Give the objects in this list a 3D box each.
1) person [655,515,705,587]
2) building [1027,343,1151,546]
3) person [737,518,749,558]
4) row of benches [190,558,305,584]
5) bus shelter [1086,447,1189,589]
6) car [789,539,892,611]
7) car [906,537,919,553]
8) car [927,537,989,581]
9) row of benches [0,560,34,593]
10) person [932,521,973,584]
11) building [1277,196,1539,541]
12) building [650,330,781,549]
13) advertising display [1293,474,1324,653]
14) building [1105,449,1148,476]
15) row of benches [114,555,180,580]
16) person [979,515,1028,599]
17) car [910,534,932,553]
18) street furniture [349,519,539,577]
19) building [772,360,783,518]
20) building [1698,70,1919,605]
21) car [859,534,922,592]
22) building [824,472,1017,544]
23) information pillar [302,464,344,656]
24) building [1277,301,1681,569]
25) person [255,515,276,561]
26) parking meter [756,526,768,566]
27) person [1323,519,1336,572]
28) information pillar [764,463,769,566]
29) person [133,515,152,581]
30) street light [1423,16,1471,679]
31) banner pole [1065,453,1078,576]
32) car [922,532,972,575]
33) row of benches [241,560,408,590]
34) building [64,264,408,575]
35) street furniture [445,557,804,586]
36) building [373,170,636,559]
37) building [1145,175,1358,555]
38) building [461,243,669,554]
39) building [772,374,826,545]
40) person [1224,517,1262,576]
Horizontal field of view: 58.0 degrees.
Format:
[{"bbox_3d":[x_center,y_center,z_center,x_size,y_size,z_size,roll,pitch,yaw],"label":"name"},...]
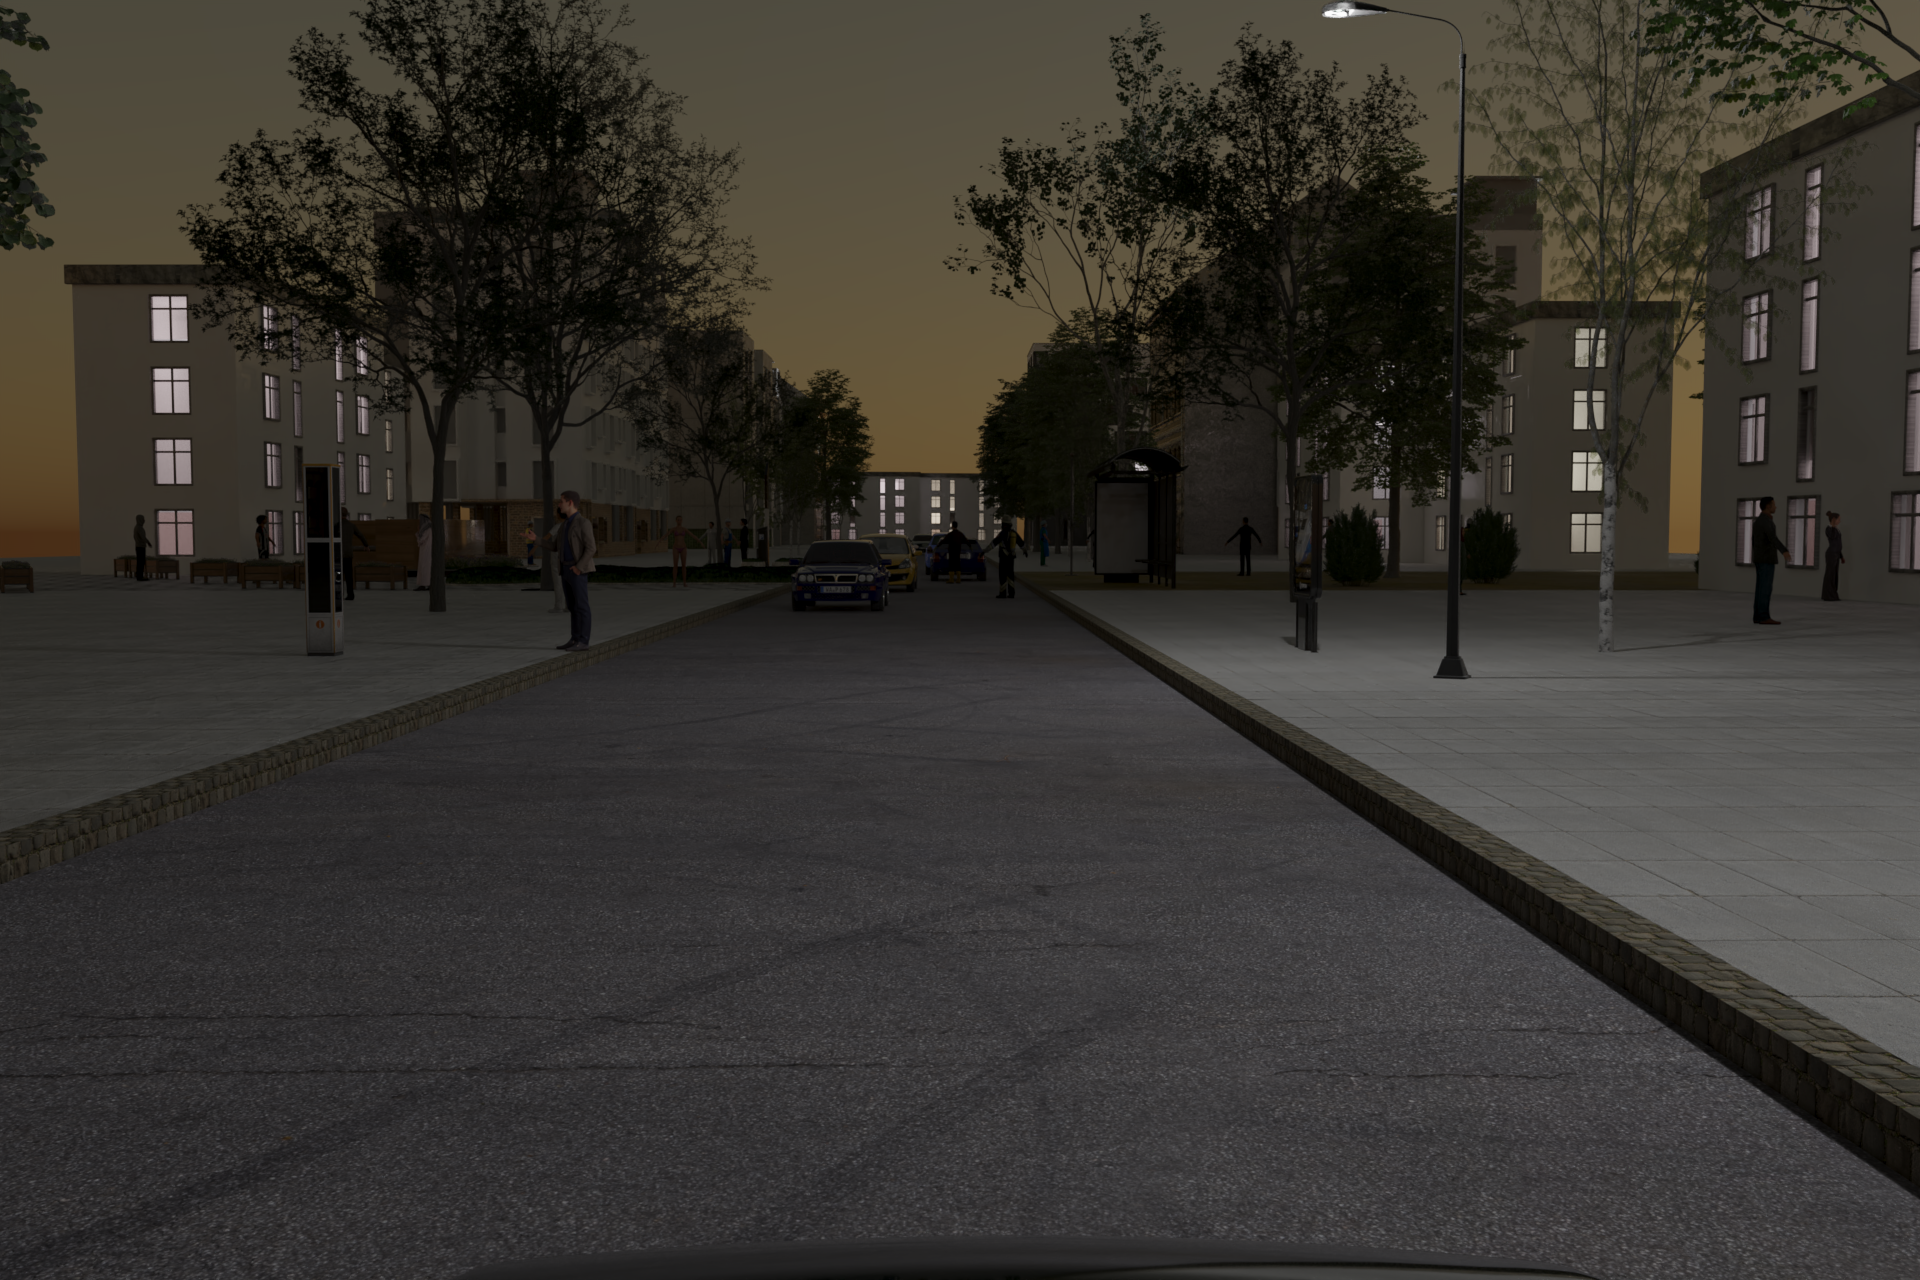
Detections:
[{"bbox_3d":[-6.785,-2.151,41.975,1.217,1.733,0.721,-1,4,-18],"label":"person"},{"bbox_3d":[21.612,-21.873,201.597,27.936,21.610,32.646,0,4,-1],"label":"building"},{"bbox_3d":[-7.274,-3.176,58.106,0.705,1.806,1.347,0,4,0],"label":"person"},{"bbox_3d":[-18.110,-1.800,44.896,4.104,0.672,1.422,1,4,13],"label":"row of benches"},{"bbox_3d":[4.306,-3.000,42.976,2.014,3.302,5.546,0,4,0],"label":"bus shelter"},{"bbox_3d":[-2.272,-1.270,33.340,1.945,1.354,3.894,0,4,-1],"label":"car"},{"bbox_3d":[-2.619,-3.301,66.333,2.083,1.381,4.827,0,4,0],"label":"car"},{"bbox_3d":[-0.061,-2.528,53.915,1.945,1.354,3.894,0,4,-1],"label":"car"},{"bbox_3d":[-21.498,-1.466,39.430,1.422,0.672,4.104,-2,4,-29],"label":"row of benches"},{"bbox_3d":[-0.172,-2.539,50.107,1.346,1.812,0.704,-2,4,-31],"label":"person"},{"bbox_3d":[24.402,-15.123,103.675,16.016,20.090,11.380,0,3,0],"label":"building"},{"bbox_3d":[-27.214,-18.327,166.097,16.747,18.905,31.486,0,4,0],"label":"building"},{"bbox_3d":[3.835,-0.851,19.123,0.123,1.923,0.974,0,4,-1],"label":"advertising display"},{"bbox_3d":[20.035,-13.890,169.256,9.099,9.664,28.070,0,4,-1],"label":"building"},{"bbox_3d":[-23.704,-2.135,50.364,1.422,0.672,4.104,-3,5,-41],"label":"row of benches"},{"bbox_3d":[1.025,-1.858,38.613,1.354,1.856,0.705,-3,4,-37],"label":"person"},{"bbox_3d":[-2.534,-6.732,119.850,2.009,1.686,4.222,0,3,0],"label":"car"},{"bbox_3d":[-16.535,-2.947,55.045,9.812,1.723,11.010,0,4,1],"label":"street furniture"},{"bbox_3d":[-25.414,-20.190,186.524,16.016,20.090,11.380,0,3,0],"label":"building"},{"bbox_3d":[21.905,-5.164,26.572,9.099,9.664,28.070,0,4,-1],"label":"building"},{"bbox_3d":[-1.956,-2.064,43.964,2.015,1.641,3.980,0,3,0],"label":"car"},{"bbox_3d":[-6.036,-17.702,234.031,28.070,9.664,9.099,-1,4,-9],"label":"building"},{"bbox_3d":[-6.704,-0.841,18.241,0.304,2.012,0.304,0,4,-1],"label":"information pillar"},{"bbox_3d":[21.215,-8.217,76.500,9.099,9.664,28.070,0,4,-1],"label":"building"},{"bbox_3d":[-19.546,-2.600,48.654,0.704,1.843,1.345,0,4,-3],"label":"person"},{"bbox_3d":[-6.385,-2.903,55.880,0.372,1.533,0.369,0,3,0],"label":"parking meter"},{"bbox_3d":[12.630,-3.234,59.155,0.705,1.796,1.348,3,5,44],"label":"person"},{"bbox_3d":[-6.322,-3.998,56.723,0.183,3.616,0.504,0,4,1],"label":"information pillar"},{"bbox_3d":[-22.375,-2.522,47.362,0.705,1.813,1.348,-3,4,-38],"label":"person"},{"bbox_3d":[4.933,-2.614,15.273,1.470,5.913,1.316,0,4,-1],"label":"street light"},{"bbox_3d":[3.444,-3.860,53.123,0.401,3.779,0.863,0,4,-1],"label":"banner pole"},{"bbox_3d":[-0.402,-3.198,61.886,1.945,1.707,3.694,0,4,-1],"label":"car"},{"bbox_3d":[-14.933,-1.529,40.465,4.104,0.672,1.422,1,4,13],"label":"row of benches"},{"bbox_3d":[-26.975,-7.704,68.107,9.099,9.664,28.070,0,4,0],"label":"building"},{"bbox_3d":[-8.302,-1.864,46.096,10.072,0.657,5.734,0,4,-6],"label":"street furniture"},{"bbox_3d":[-24.325,-14.370,91.368,16.016,20.090,11.380,0,4,-1],"label":"building"},{"bbox_3d":[22.919,-17.405,115.504,19.493,23.208,18.063,0,4,0],"label":"building"},{"bbox_3d":[-25.671,-15.558,110.786,16.016,20.090,11.380,0,4,-1],"label":"building"},{"bbox_3d":[-26.385,-23.220,210.570,19.493,23.208,18.063,0,4,-1],"label":"building"},{"bbox_3d":[8.730,-2.867,53.094,1.346,1.802,0.704,-2,4,-24],"label":"person"}]
